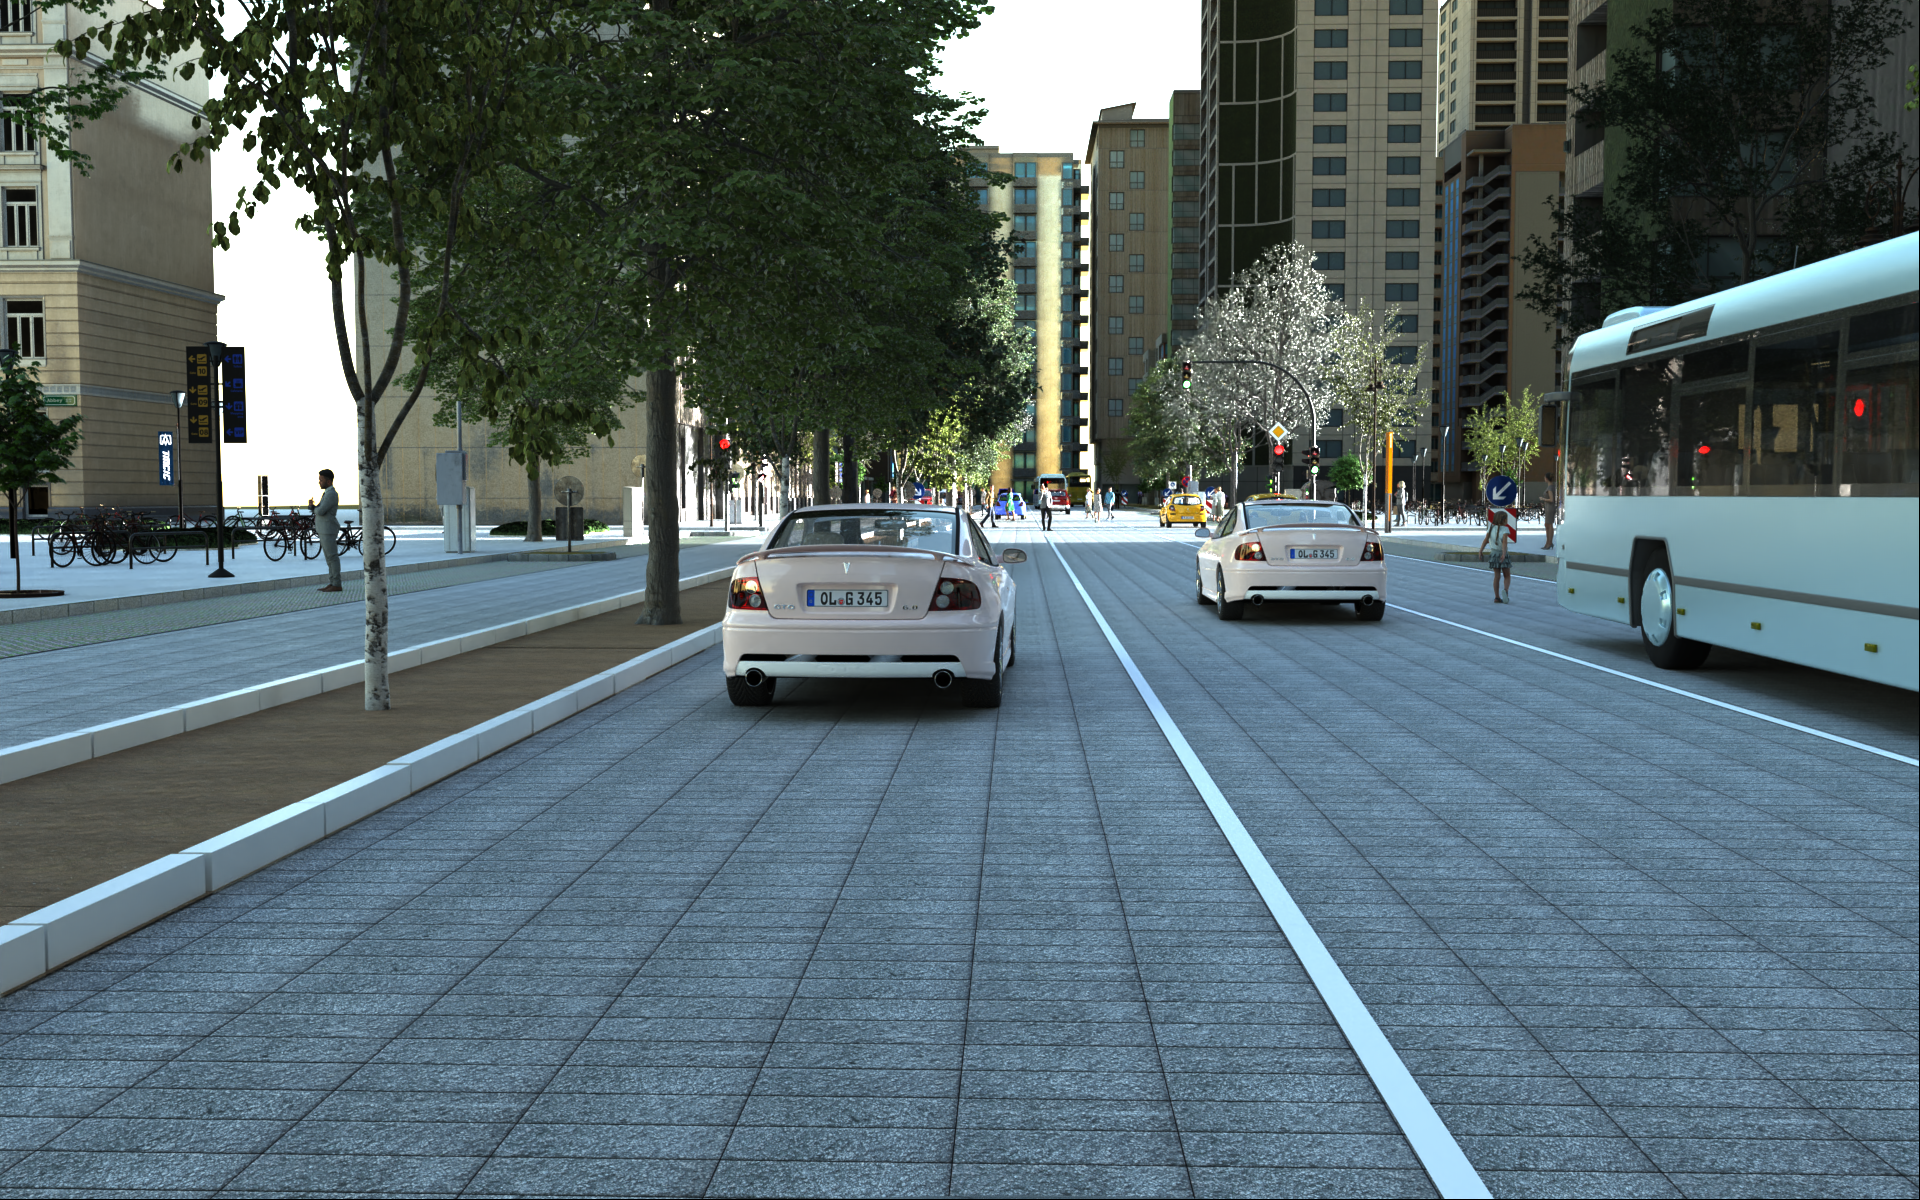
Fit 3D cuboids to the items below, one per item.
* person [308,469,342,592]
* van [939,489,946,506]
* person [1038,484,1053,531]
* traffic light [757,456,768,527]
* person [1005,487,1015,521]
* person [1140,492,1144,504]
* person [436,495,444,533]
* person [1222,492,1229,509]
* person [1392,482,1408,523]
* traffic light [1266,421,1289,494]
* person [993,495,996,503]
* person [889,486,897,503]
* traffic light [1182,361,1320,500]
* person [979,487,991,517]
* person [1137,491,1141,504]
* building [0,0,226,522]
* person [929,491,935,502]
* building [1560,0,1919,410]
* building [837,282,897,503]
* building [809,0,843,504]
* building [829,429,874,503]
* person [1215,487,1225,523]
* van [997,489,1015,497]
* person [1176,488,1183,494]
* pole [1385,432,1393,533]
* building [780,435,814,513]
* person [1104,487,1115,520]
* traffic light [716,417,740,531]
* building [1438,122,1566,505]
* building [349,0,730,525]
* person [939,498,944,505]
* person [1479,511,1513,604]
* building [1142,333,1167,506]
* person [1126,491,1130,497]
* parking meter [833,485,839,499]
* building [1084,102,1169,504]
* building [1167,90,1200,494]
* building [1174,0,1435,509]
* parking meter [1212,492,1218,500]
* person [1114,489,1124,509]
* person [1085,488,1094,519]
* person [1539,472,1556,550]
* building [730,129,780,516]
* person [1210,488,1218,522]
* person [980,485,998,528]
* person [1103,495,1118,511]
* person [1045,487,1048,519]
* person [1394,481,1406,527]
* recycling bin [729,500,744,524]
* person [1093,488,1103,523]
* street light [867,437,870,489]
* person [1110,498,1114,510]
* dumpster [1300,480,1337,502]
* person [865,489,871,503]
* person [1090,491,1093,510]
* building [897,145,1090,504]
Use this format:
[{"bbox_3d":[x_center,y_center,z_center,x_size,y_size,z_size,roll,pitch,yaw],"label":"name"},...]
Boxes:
[{"bbox_3d":[-9.313,-1.020,25.361,0.466,1.800,0.511,-3,5,-39],"label":"person"},{"bbox_3d":[-1.514,-8.091,139.300,2.013,2.044,4.112,0,4,1],"label":"van"},{"bbox_3d":[3.331,-3.581,67.230,0.592,1.802,0.473,0,4,1],"label":"person"},{"bbox_3d":[-5.670,-5.691,67.724,4.771,5.953,1.251,0,4,2],"label":"traffic light"},{"bbox_3d":[2.683,-5.139,92.768,0.529,1.795,0.600,1,4,13],"label":"person"},{"bbox_3d":[22.926,-12.978,218.102,0.709,1.838,0.599,1,4,16],"label":"person"},{"bbox_3d":[-16.809,-3.076,56.538,0.606,1.804,0.583,-1,4,-10],"label":"person"},{"bbox_3d":[23.116,-8.665,150.940,0.697,1.427,0.421,0,4,-5],"label":"person"},{"bbox_3d":[19.539,-4.335,76.904,0.713,1.824,0.794,1,4,19],"label":"person"},{"bbox_3d":[12.286,-4.780,67.080,0.839,4.253,0.868,0,4,2],"label":"traffic light"},{"bbox_3d":[3.878,-12.037,205.237,0.705,1.831,1.348,-3,4,-36],"label":"person"},{"bbox_3d":[-3.361,-4.958,89.540,0.580,1.828,0.573,1,4,14],"label":"person"},{"bbox_3d":[9.914,-5.160,59.031,4.771,5.953,1.251,0,4,2],"label":"traffic light"},{"bbox_3d":[1.568,-6.092,107.944,0.795,1.843,0.661,0,4,-4],"label":"person"},{"bbox_3d":[22.666,-13.034,219.017,0.709,1.838,0.599,1,4,23],"label":"person"},{"bbox_3d":[-46.026,-17.865,77.998,20.117,28.700,13.634,0,4,2],"label":"building"},{"bbox_3d":[-1.824,-6.583,116.347,0.699,1.804,1.509,-1,4,-21],"label":"person"},{"bbox_3d":[24.399,-16.906,48.110,14.160,30.474,14.107,0,4,2],"label":"building"},{"bbox_3d":[-15.180,-34.151,208.474,14.200,45.320,14.600,0,4,2],"label":"building"},{"bbox_3d":[-20.315,-43.699,152.735,20.563,71.187,20.611,0,4,2],"label":"building"},{"bbox_3d":[-25.369,-29.618,176.130,32.217,40.220,23.993,0,4,2],"label":"building"},{"bbox_3d":[12.801,-4.685,85.323,0.478,1.798,0.641,1,4,8],"label":"person"},{"bbox_3d":[5.325,-11.789,197.141,2.240,2.365,5.245,0,4,3],"label":"van"},{"bbox_3d":[13.399,-5.961,106.227,0.793,1.790,0.793,0,4,7],"label":"person"},{"bbox_3d":[14.118,-3.865,57.034,0.158,3.312,0.155,0,3,0],"label":"pole"},{"bbox_3d":[-16.314,-18.147,125.580,11.050,23.489,19.941,0,4,2],"label":"building"},{"bbox_3d":[8.399,-5.394,96.546,0.748,1.841,0.638,-2,4,-33],"label":"person"},{"bbox_3d":[-8.042,-4.334,59.781,0.839,4.253,0.868,0,4,2],"label":"traffic light"},{"bbox_3d":[65.796,-33.963,205.403,14.200,45.320,14.600,0,4,2],"label":"building"},{"bbox_3d":[-18.356,-16.032,80.151,12.078,24.808,19.932,0,4,2],"label":"building"},{"bbox_3d":[-0.734,-3.616,72.300,0.352,1.250,0.332,3,5,42],"label":"person"},{"bbox_3d":[7.026,-0.565,22.757,0.505,1.210,0.382,3,5,44],"label":"person"},{"bbox_3d":[35.996,-21.728,200.287,27.650,21.520,28.899,0,4,2],"label":"building"},{"bbox_3d":[20.578,-12.689,214.296,1.217,1.735,0.721,-3,4,-38],"label":"person"},{"bbox_3d":[-8.044,-6.526,112.404,0.399,1.863,0.255,-3,4,-36],"label":"parking meter"},{"bbox_3d":[31.536,-39.875,241.189,27.495,52.752,28.713,0,4,2],"label":"building"},{"bbox_3d":[28.293,-30.269,178.489,14.154,41.232,14.086,0,4,2],"label":"building"},{"bbox_3d":[31.160,-44.108,159.415,20.563,71.187,20.611,0,4,2],"label":"building"},{"bbox_3d":[15.410,-5.900,104.871,0.372,1.533,0.369,0,3,0],"label":"parking meter"},{"bbox_3d":[14.779,-9.461,162.823,1.348,1.869,0.705,0,4,-1],"label":"person"},{"bbox_3d":[7.484,-5.587,100.072,0.478,1.798,0.641,-3,5,-39],"label":"person"},{"bbox_3d":[13.568,-2.055,39.981,0.374,1.781,0.599,2,4,25],"label":"person"},{"bbox_3d":[-17.999,-18.701,103.026,12.463,27.353,25.104,0,4,2],"label":"building"},{"bbox_3d":[13.079,-4.882,88.883,0.480,1.755,0.524,1,4,22],"label":"person"},{"bbox_3d":[1.255,-4.021,74.148,0.836,1.842,0.656,0,4,-3],"label":"person"},{"bbox_3d":[12.936,-8.594,149.102,1.350,1.814,0.705,0,4,-1],"label":"person"},{"bbox_3d":[4.979,-5.629,100.630,0.679,1.850,0.850,2,4,31],"label":"person"},{"bbox_3d":[17.327,-3.798,68.321,0.526,1.800,0.537,1,4,20],"label":"person"},{"bbox_3d":[-9.685,-3.794,74.589,0.722,1.027,0.722,0,4,-2],"label":"recycling bin"},{"bbox_3d":[6.730,-4.610,84.626,0.466,1.731,0.760,0,4,6],"label":"person"},{"bbox_3d":[-7.363,-10.132,138.450,0.468,5.910,1.993,0,4,2],"label":"street light"},{"bbox_3d":[13.379,-8.821,153.660,0.756,1.711,0.436,-1,4,-22],"label":"person"},{"bbox_3d":[14.593,-3.956,70.439,1.264,1.857,1.865,0,4,2],"label":"dumpster"},{"bbox_3d":[-6.001,-6.469,114.947,0.598,1.740,0.731,0,4,2],"label":"person"},{"bbox_3d":[11.487,-8.750,152.285,0.721,1.735,1.217,0,4,-4],"label":"person"},{"bbox_3d":[2.468,-37.981,240.597,30.456,49.044,23.786,0,4,2],"label":"building"}]
